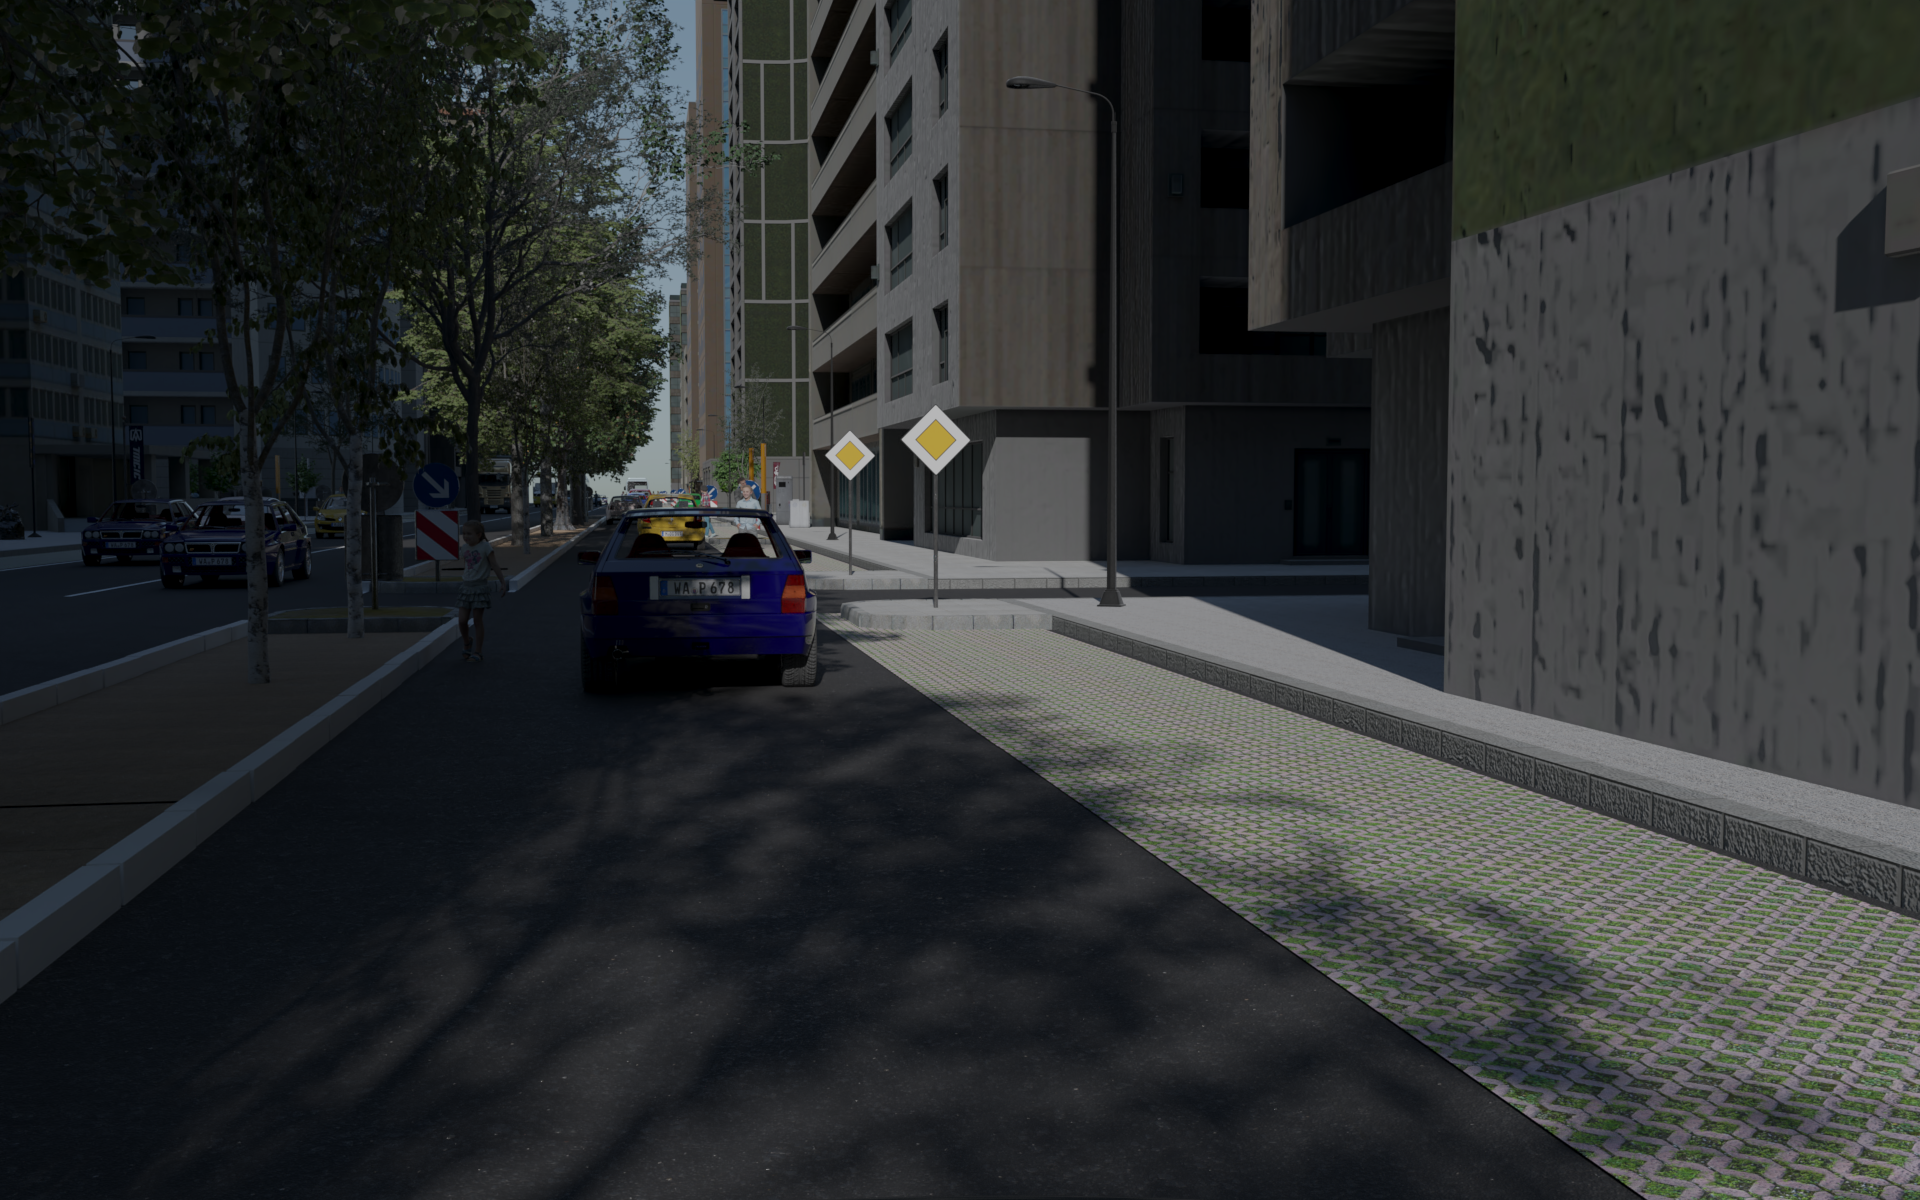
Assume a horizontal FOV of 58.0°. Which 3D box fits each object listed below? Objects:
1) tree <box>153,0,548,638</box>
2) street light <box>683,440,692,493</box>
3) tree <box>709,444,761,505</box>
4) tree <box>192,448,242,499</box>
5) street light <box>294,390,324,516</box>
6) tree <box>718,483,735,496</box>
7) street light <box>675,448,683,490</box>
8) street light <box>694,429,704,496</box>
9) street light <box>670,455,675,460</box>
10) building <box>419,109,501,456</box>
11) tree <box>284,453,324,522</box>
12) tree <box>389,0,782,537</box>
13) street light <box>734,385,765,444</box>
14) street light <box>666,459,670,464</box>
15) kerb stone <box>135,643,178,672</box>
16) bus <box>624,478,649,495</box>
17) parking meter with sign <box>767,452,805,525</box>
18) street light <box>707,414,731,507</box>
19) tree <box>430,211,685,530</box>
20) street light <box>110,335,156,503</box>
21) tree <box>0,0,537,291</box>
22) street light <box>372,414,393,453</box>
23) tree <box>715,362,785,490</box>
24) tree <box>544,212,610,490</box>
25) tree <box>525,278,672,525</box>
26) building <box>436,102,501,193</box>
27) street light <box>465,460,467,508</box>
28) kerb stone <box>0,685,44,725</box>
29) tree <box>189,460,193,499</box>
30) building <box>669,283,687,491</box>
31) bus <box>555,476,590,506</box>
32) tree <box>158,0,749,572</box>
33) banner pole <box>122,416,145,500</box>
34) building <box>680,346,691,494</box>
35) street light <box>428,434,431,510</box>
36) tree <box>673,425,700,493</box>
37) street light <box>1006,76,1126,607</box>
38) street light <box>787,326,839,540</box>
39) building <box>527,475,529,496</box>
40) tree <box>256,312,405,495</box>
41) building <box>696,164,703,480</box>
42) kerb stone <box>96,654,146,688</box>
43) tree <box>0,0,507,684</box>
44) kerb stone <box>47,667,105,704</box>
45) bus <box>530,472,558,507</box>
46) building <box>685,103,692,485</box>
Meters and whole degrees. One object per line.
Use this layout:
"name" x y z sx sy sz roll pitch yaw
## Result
"tree" -6.071 -3.934 17.135 4.737 8.622 4.395 0 3 0
"street light" -22.967 -10.836 149.708 1.470 5.913 1.316 -1 4 -10
"tree" -13.920 -7.622 108.339 4.285 4.588 4.351 0 3 0
"tree" -28.020 -4.361 65.908 1.663 3.219 1.824 0 3 0
"street light" -29.199 -6.428 77.634 1.470 5.913 1.316 -1 4 -10
"tree" -15.232 -7.242 113.014 1.663 3.219 1.824 0 3 0
"street light" -27.954 -12.473 176.469 1.470 5.913 1.316 -1 4 -10
"street light" -18.057 -9.230 123.452 1.470 5.913 1.316 -1 4 -10
"street light" -33.227 -14.204 204.780 1.470 5.913 1.316 -1 4 -10
"building" -62.741 -32.860 191.883 22.147 44.769 28.867 -1 4 -10
"tree" -30.822 -5.289 81.070 1.663 3.219 1.824 0 3 0
"tree" -12.526 -12.148 56.961 12.611 20.169 13.585 0 3 0
"street light" -8.959 -6.224 74.304 1.470 5.913 1.316 -1 4 -10
"street light" -38.278 -15.870 232.016 1.470 5.913 1.316 -1 4 -10
"kerb stone" -6.627 0.489 14.194 0.120 0.150 1.000 -1 4 -10
"bus" -38.045 -12.784 203.873 2.948 3.499 13.247 -1 4 -11
"parking meter with sign" -7.285 -4.614 71.694 1.738 3.016 0.543 0 4 -3
"street light" -13.991 -7.863 101.099 1.470 5.913 1.316 -1 4 -10
"tree" -15.676 -9.086 68.021 9.611 12.733 9.660 0 3 0
"street light" -24.153 -4.773 50.581 1.470 5.913 1.316 -1 4 -10
"tree" -4.166 -5.225 6.010 7.486 12.596 7.792 0 3 0
"street light" -33.302 -7.790 99.907 1.470 5.913 1.316 -1 4 -10
"tree" -11.961 -8.988 97.309 4.360 8.622 3.978 0 3 0
"tree" -10.188 -5.362 40.493 4.360 8.622 3.978 0 3 0
"tree" -17.427 -10.350 78.327 9.857 13.997 8.962 0 3 0
"building" -66.723 -36.266 216.647 21.300 48.544 21.600 -1 4 -10
"street light" -43.417 -11.104 154.097 1.470 5.913 1.316 -1 4 -10
"kerb stone" -6.063 0.674 11.179 0.120 0.150 1.000 -1 4 -10
"tree" -37.775 -5.552 85.383 1.663 3.219 1.824 0 3 0
"building" -35.095 -29.348 251.541 14.160 30.474 14.107 -1 4 -10
"bus" -37.426 -10.585 167.919 2.948 3.499 13.247 -1 4 -10
"tree" -9.134 -7.297 32.129 12.009 13.543 11.850 0 3 0
"banner pole" -26.536 -4.007 55.531 0.863 3.779 0.401 0 4 2
"building" -20.899 -22.829 218.293 27.650 21.520 28.899 -1 4 -10
"street light" -38.362 -9.441 126.907 1.470 5.913 1.316 -1 4 -10
"tree" -28.357 -14.273 183.723 4.737 8.622 4.395 0 3 0
"street light" 1.199 -2.875 19.541 1.470 5.913 1.316 -1 4 -10
"street light" -4.091 -4.618 48.040 1.470 5.913 1.316 -1 4 -10
"building" -66.817 -28.459 237.006 14.160 30.474 14.107 -1 4 -10
"tree" -31.858 -9.348 87.252 8.767 10.594 7.601 0 4 5
"building" -13.472 -31.143 163.816 22.147 44.769 28.867 -1 4 -10
"kerb stone" -6.427 0.552 13.191 0.120 0.150 1.000 -1 4 -10
"tree" -5.227 -3.655 12.572 4.360 8.622 3.978 0 3 0
"kerb stone" -6.248 0.612 12.184 0.120 0.150 1.000 -1 4 -10
"bus" -45.558 -12.222 191.375 2.896 3.916 12.252 -1 4 -10
"building" -23.600 -33.338 195.190 14.600 45.320 14.200 -1 4 -10
